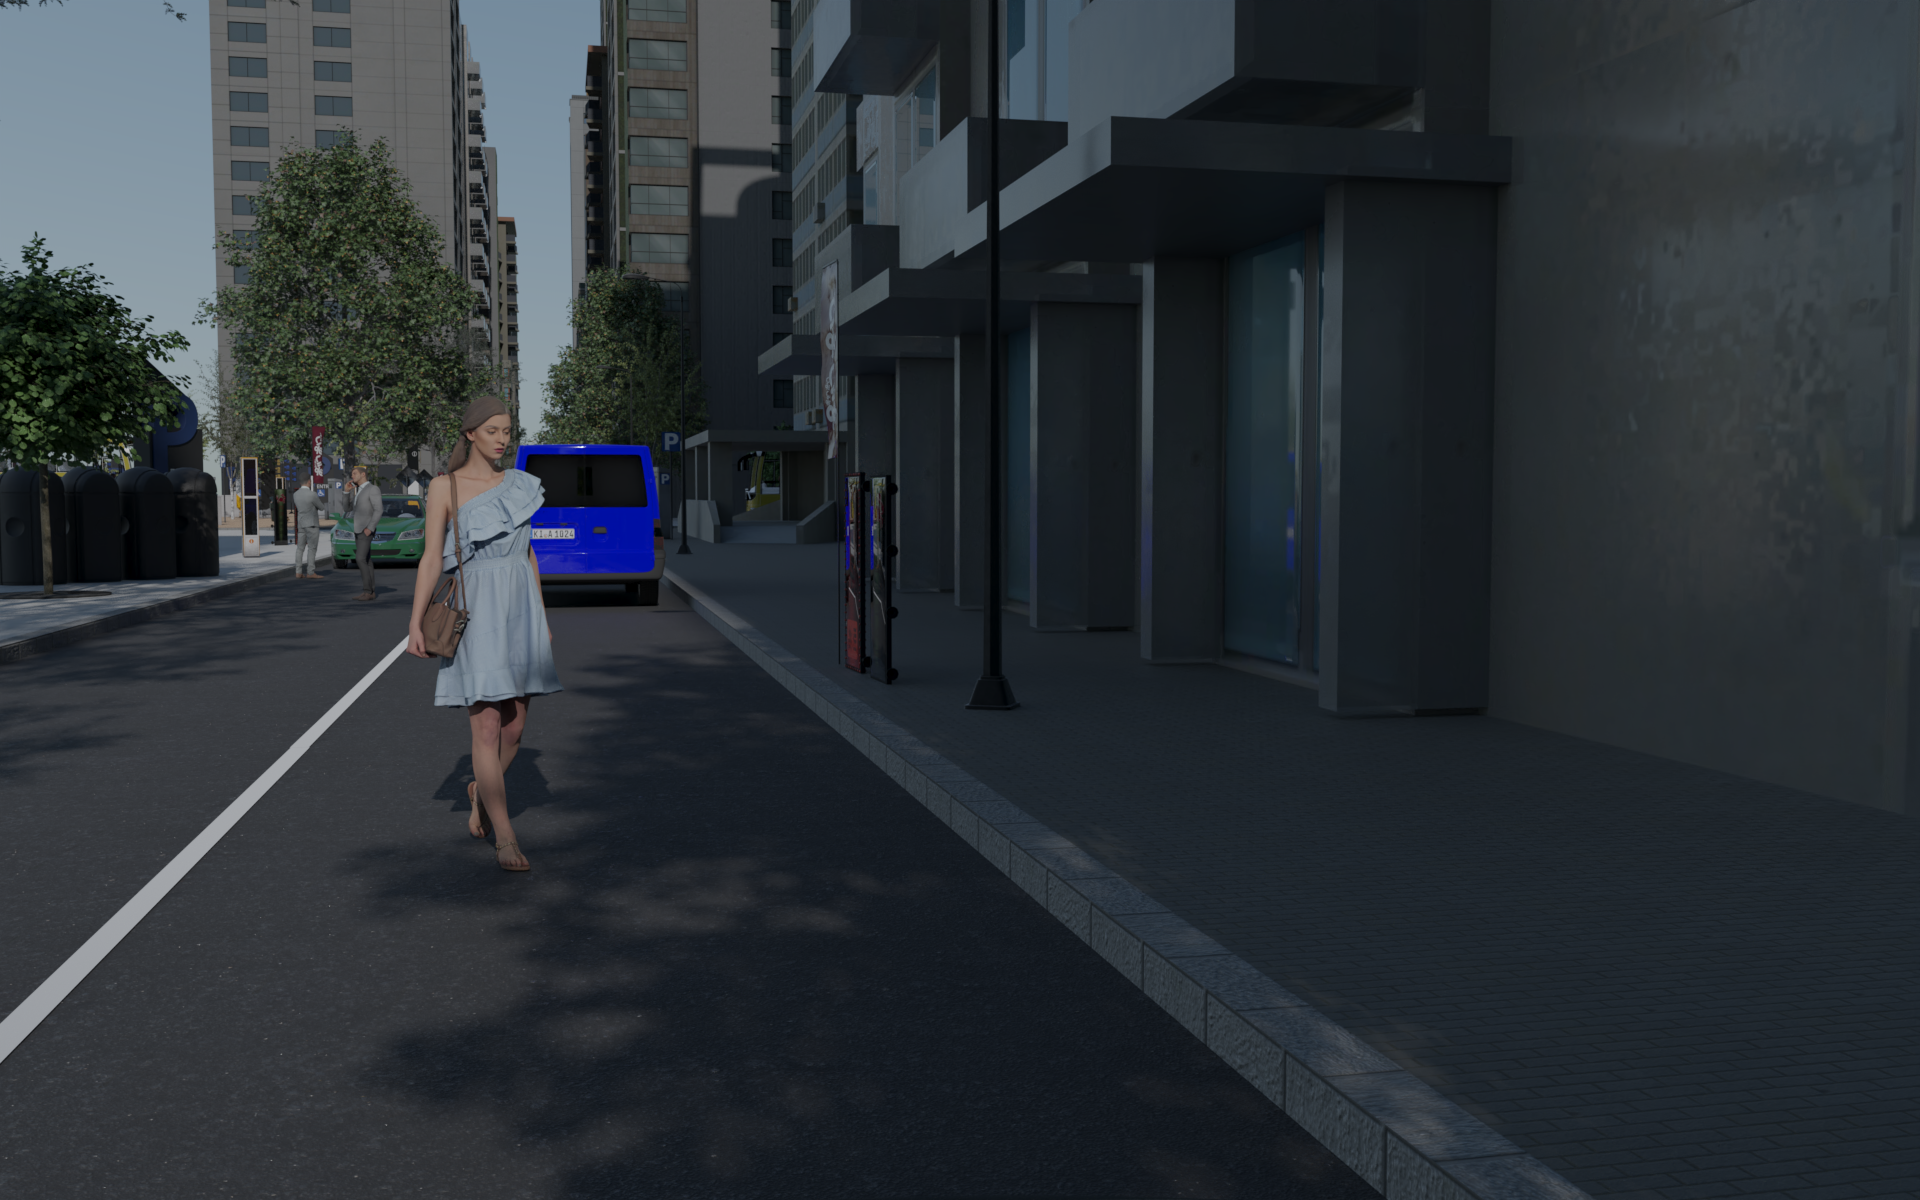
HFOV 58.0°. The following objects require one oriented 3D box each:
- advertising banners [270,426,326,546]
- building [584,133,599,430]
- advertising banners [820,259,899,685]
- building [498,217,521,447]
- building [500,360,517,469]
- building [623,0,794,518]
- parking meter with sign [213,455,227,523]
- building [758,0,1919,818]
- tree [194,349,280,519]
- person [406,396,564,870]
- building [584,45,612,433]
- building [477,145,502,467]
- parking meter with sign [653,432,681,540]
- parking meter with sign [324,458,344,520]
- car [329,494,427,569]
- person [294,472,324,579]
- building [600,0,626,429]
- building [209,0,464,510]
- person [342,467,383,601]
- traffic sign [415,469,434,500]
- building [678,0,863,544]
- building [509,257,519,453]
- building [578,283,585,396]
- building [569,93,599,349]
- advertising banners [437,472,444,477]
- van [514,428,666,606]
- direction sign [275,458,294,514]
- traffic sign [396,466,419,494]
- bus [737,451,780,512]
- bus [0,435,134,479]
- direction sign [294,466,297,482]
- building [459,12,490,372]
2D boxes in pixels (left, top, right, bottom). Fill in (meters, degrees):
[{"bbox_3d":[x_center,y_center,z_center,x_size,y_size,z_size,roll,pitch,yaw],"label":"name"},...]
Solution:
[{"bbox_3d":[-16.692,-2.910,43.773,0.090,3.025,2.074,1,4,19],"label":"advertising banners"},{"bbox_3d":[-38.592,-34.352,211.758,14.600,45.320,14.200,-1,4,-13],"label":"building"},{"bbox_3d":[-0.754,-0.996,12.470,0.090,3.025,2.074,-1,4,-17],"label":"advertising banners"},{"bbox_3d":[-78.425,-37.210,263.013,22.147,44.769,28.867,-1,4,-13],"label":"building"},{"bbox_3d":[-74.621,-23.822,234.520,27.650,21.520,28.899,-1,4,-13],"label":"building"},{"bbox_3d":[-12.162,-20.059,99.662,14.160,30.474,14.107,-1,4,-13],"label":"building"},{"bbox_3d":[-33.553,-4.941,77.053,0.543,3.016,1.738,3,5,43],"label":"parking meter with sign"},{"bbox_3d":[10.497,-24.407,18.669,23.786,49.044,30.456,-1,4,-13],"label":"building"},{"bbox_3d":[-36.879,-8.388,87.505,4.360,8.622,3.978,0,3,0],"label":"tree"},{"bbox_3d":[-1.888,0.110,6.803,0.616,1.811,0.778,-2,4,-32],"label":"person"},{"bbox_3d":[-25.508,-31.582,170.995,22.147,44.769,28.867,-1,4,-13],"label":"building"},{"bbox_3d":[-59.788,-31.394,196.886,14.154,41.232,14.086,-1,4,-13],"label":"building"},{"bbox_3d":[-8.484,-3.250,49.398,0.543,3.016,1.738,-2,4,-27],"label":"parking meter with sign"},{"bbox_3d":[-30.705,-5.437,85.157,1.738,3.016,0.543,3,5,42],"label":"parking meter with sign"},{"bbox_3d":[-11.492,-1.411,34.869,2.131,1.459,4.920,-1,4,-13],"label":"car"},{"bbox_3d":[-11.047,-1.270,29.442,0.511,1.800,0.466,1,4,11],"label":"person"},{"bbox_3d":[-31.786,-46.267,194.710,20.563,71.187,20.611,-1,4,-13],"label":"building"},{"bbox_3d":[-51.309,-43.434,148.393,20.563,71.187,20.611,-1,4,-13],"label":"building"},{"bbox_3d":[-8.079,-0.902,23.430,0.473,1.802,0.592,-2,4,-28],"label":"person"},{"bbox_3d":[-21.338,-3.998,69.017,0.795,2.450,0.064,-1,4,-13],"label":"traffic sign"},{"bbox_3d":[7.691,-22.171,54.380,32.217,40.220,23.993,-1,4,-13],"label":"building"},{"bbox_3d":[-79.995,-36.769,284.763,14.154,41.232,14.086,-1,4,-13],"label":"building"},{"bbox_3d":[-45.101,-28.510,237.838,14.160,30.474,14.107,-1,4,-13],"label":"building"},{"bbox_3d":[-47.083,-43.805,258.204,21.231,58.520,28.212,-1,4,-13],"label":"building"},{"bbox_3d":[-40.517,-8.667,137.898,2.074,3.025,0.090,0,4,-7],"label":"advertising banners"},{"bbox_3d":[-5.186,-1.177,23.631,2.240,2.365,5.245,-1,4,-14],"label":"van"},{"bbox_3d":[-42.248,-7.097,108.032,0.876,3.537,0.379,-1,4,-9],"label":"direction sign"},{"bbox_3d":[-19.532,-3.523,61.238,0.795,2.450,0.064,-1,4,-13],"label":"traffic sign"},{"bbox_3d":[-2.598,-4.741,69.055,12.252,3.916,2.896,-1,4,-12],"label":"bus"},{"bbox_3d":[-35.395,-4.306,61.949,12.252,3.916,2.896,-1,4,-13],"label":"bus"},{"bbox_3d":[-43.731,-7.413,113.198,0.876,3.537,0.379,1,4,16],"label":"direction sign"},{"bbox_3d":[-59.019,-33.883,173.600,23.786,49.044,30.456,-1,4,-13],"label":"building"}]
